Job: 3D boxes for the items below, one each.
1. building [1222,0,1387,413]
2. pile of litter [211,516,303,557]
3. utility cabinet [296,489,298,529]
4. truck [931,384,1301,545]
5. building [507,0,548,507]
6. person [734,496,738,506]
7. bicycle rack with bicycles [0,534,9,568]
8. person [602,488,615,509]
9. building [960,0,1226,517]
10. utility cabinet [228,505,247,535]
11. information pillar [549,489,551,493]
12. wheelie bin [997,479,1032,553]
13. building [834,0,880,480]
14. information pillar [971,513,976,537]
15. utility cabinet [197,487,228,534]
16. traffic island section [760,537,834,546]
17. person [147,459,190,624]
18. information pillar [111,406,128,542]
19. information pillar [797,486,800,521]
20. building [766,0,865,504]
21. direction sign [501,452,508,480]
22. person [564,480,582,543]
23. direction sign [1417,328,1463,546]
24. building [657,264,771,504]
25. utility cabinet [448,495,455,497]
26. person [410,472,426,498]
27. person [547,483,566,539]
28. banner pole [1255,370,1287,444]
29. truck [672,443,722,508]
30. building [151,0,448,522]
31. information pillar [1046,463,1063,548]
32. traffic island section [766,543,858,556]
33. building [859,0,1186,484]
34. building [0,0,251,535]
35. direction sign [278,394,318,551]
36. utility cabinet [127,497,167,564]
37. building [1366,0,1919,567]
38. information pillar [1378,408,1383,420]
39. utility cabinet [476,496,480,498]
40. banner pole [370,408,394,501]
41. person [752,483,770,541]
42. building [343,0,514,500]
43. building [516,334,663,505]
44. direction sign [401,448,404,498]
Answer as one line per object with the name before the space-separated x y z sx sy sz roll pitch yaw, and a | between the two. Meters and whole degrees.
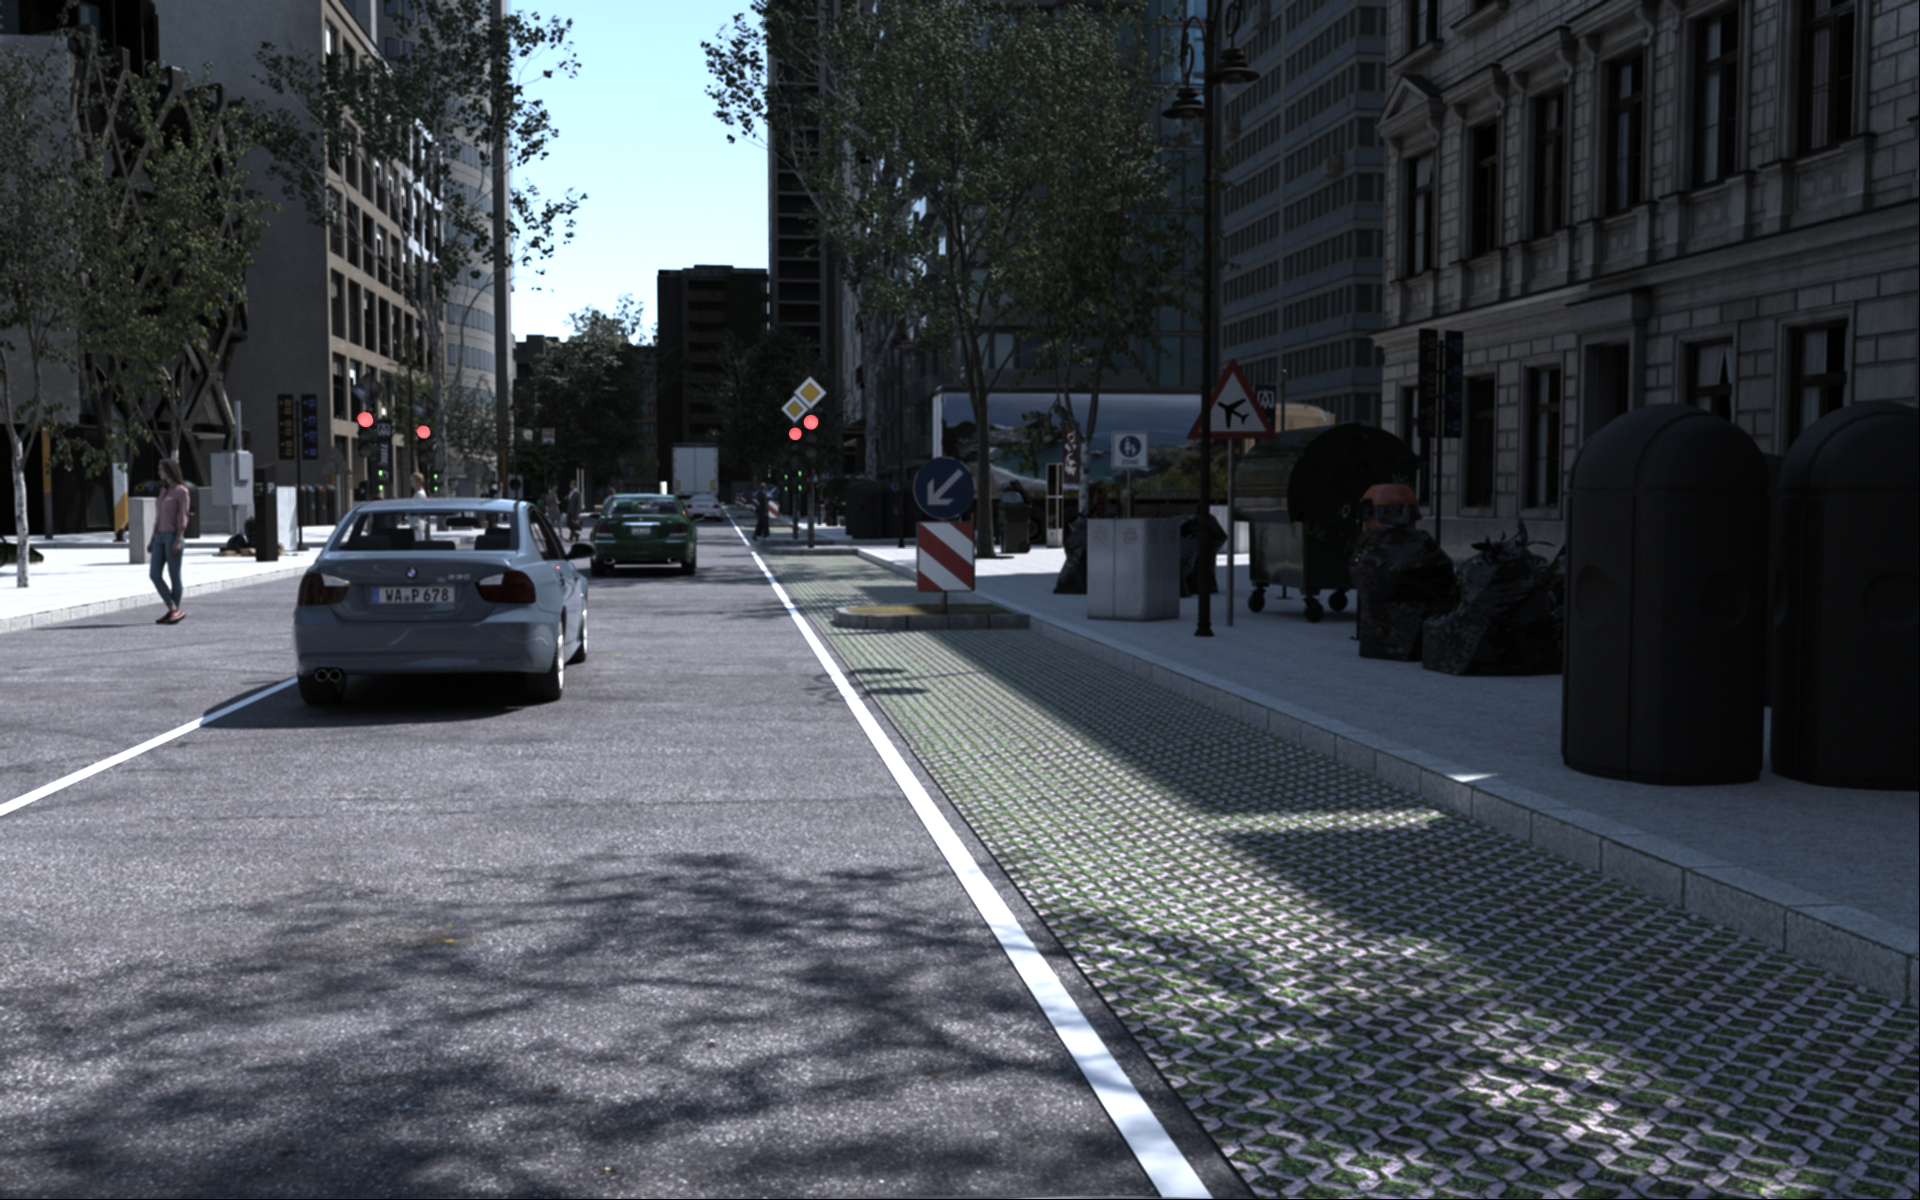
building | 24.944 -23.180 70.869 23.993 40.220 32.217 0 4 -8
pile of litter | -14.594 -1.348 36.003 1.719 0.858 1.176 -1 4 -9
utility cabinet | -24.042 -3.274 62.210 0.318 1.500 1.173 -2 4 -29
truck | 4.957 -3.498 46.108 11.283 4.237 2.839 0 4 -7
building | -57.573 -52.665 173.742 31.000 86.520 22.319 0 4 -8
person | -24.744 -11.237 192.737 0.721 1.766 1.217 2 4 29
bicycle rack with bicycles | -17.157 -0.926 28.530 2.852 0.926 2.925 2 4 31
person | -9.845 -2.359 48.885 0.330 1.601 0.589 -3 5 -40
building | 7.882 -29.944 109.193 23.786 49.044 30.456 0 4 -8
utility cabinet | -22.299 -2.625 54.074 1.020 1.237 0.306 -2 4 -27
information pillar | -27.413 -7.630 116.105 0.504 3.616 0.183 1 4 17
wheelie bin | 1.177 -1.818 37.633 0.693 1.594 0.980 -1 4 -12
building | 2.109 -36.151 180.305 28.713 52.752 27.495 0 4 -8
information pillar | 0.367 -3.679 51.506 0.183 3.616 0.504 0 4 0
utility cabinet | -23.900 -2.853 55.317 1.173 1.500 0.318 -2 4 -26
traffic island section | -4.666 -1.655 49.348 2.009 0.180 2.903 0 4 -8
person | -8.779 -0.652 19.175 0.555 1.821 0.388 1 4 20
information pillar | -22.427 -3.356 46.225 0.504 3.616 0.183 2 4 29
information pillar | -7.924 -4.865 84.038 0.304 2.012 0.304 0 4 -7
building | -14.492 -48.174 225.895 20.611 71.187 20.563 0 4 -8
direction sign | -24.789 -6.262 94.382 0.379 3.537 0.876 0 4 6
person | -11.344 -2.596 50.905 0.622 1.834 0.822 2 4 26
direction sign | 6.637 -1.956 23.985 0.876 3.537 0.379 -2 4 -34
building | -31.467 -27.485 221.081 14.107 30.474 14.160 0 4 -8
utility cabinet | -33.313 -6.260 113.507 1.020 1.237 0.306 0 4 6
person | -8.710 -1.168 27.953 0.624 1.780 0.694 0 4 -1
person | -12.794 -2.815 54.868 0.599 1.781 0.374 3 5 41
banner pole | 6.305 -2.750 34.986 0.863 3.779 0.401 -1 4 -17
truck | -15.325 -6.855 100.987 2.839 4.237 11.283 0 4 -7
building | -39.768 -17.560 91.625 19.350 26.468 34.151 0 4 -8
information pillar | 2.242 -2.235 41.036 0.304 2.012 0.304 2 4 27
traffic island section | -3.544 -1.172 41.442 2.009 0.180 2.903 0 4 -8
building | 3.679 -32.474 150.552 23.786 49.044 30.456 0 4 -8
building | -34.482 -11.825 60.793 16.820 18.784 16.811 0 4 -8
direction sign | -15.013 -2.895 39.333 0.876 3.537 0.379 0 4 0
utility cabinet | -15.041 -1.281 32.111 0.306 1.237 1.020 0 4 -1
building | 14.100 -9.839 25.499 10.561 19.102 19.286 0 4 -8
information pillar | 10.538 -3.175 43.258 0.183 3.616 0.504 -1 4 -15
utility cabinet | -20.551 -3.809 73.446 0.306 1.237 1.020 -2 4 -25
banner pole | -17.038 -3.719 50.828 0.863 3.779 0.401 -3 4 -38
person | -6.035 -2.685 52.821 0.576 1.772 0.534 2 4 32
building | -46.858 -36.112 132.430 21.231 58.520 28.212 0 4 -8
building | -53.684 -23.231 224.870 28.899 21.520 27.650 0 4 -8
direction sign | -27.469 -5.708 85.325 0.379 3.537 0.876 -1 4 -12
